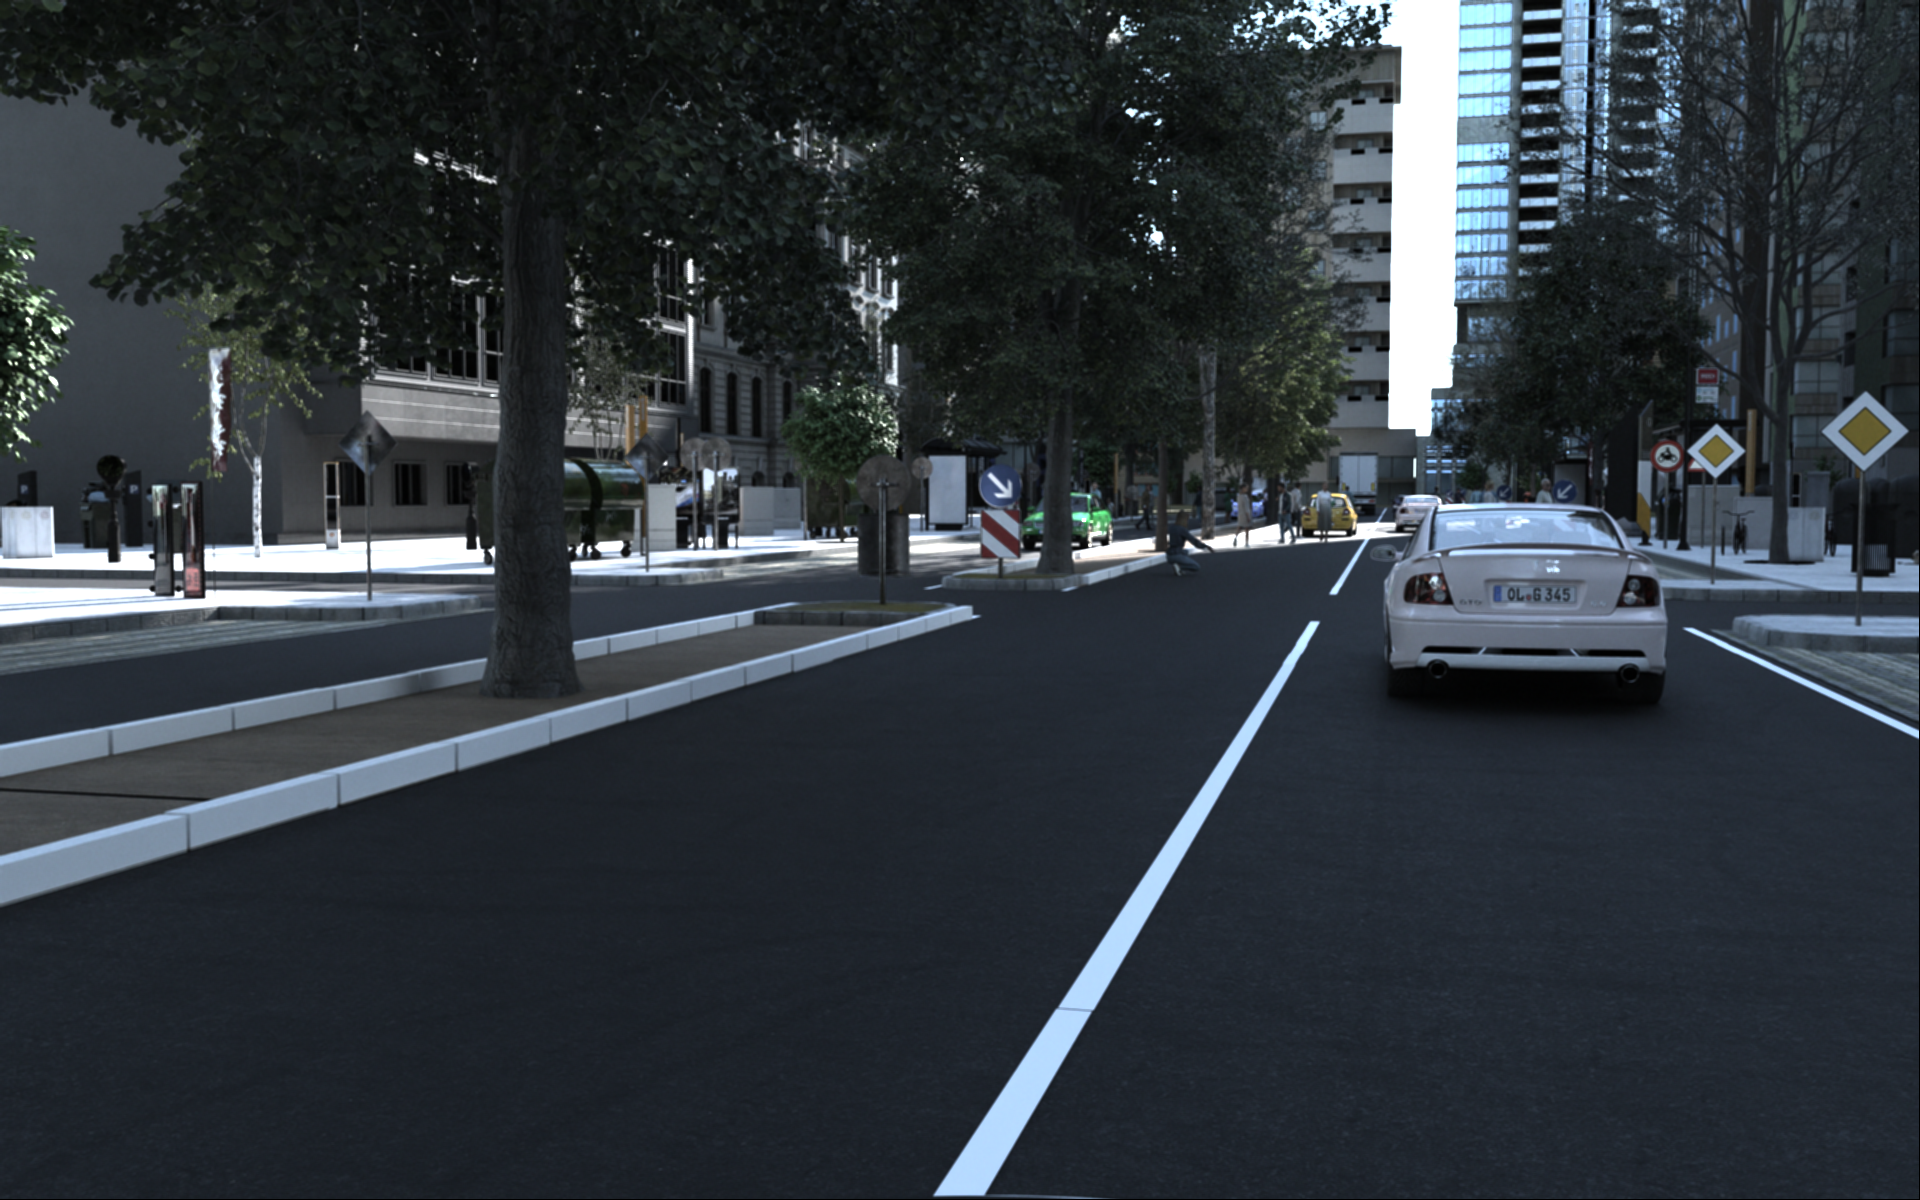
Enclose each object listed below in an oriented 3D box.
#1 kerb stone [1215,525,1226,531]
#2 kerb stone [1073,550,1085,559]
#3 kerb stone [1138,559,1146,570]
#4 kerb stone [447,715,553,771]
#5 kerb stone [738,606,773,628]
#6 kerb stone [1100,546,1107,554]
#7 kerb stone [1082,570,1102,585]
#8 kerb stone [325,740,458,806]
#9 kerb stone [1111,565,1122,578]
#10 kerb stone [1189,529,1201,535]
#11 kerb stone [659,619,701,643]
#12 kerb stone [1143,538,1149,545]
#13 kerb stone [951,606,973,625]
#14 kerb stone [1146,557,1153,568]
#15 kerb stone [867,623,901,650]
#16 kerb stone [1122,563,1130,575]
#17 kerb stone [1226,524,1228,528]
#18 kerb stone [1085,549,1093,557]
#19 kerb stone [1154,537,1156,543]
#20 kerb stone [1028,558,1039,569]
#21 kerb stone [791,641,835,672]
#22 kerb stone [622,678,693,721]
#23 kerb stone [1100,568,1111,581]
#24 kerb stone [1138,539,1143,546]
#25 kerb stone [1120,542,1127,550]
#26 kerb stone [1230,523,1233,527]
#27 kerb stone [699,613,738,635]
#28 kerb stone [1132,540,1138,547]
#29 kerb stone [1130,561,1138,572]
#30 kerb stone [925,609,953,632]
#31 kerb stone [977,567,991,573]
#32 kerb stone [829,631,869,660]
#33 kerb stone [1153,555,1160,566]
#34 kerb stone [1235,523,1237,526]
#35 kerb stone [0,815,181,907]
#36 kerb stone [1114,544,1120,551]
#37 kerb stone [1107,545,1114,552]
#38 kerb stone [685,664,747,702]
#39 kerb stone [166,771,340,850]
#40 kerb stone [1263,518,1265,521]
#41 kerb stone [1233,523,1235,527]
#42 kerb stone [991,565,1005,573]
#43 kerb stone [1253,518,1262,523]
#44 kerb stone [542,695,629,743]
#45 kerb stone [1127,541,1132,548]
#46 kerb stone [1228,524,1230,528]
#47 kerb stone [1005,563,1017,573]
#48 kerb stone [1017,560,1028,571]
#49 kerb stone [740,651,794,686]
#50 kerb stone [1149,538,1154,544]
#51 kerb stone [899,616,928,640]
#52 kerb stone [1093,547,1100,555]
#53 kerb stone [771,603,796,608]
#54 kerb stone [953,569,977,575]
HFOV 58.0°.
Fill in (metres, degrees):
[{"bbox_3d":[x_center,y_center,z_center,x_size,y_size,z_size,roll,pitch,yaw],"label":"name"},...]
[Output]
[{"bbox_3d":[10.553,-2.931,70.145,0.120,0.150,1.000,1,4,14],"label":"kerb stone"},{"bbox_3d":[2.561,-0.987,38.332,0.120,0.150,1.000,1,4,14],"label":"kerb stone"},{"bbox_3d":[3.346,-0.650,32.822,0.120,0.150,1.000,1,4,14],"label":"kerb stone"},{"bbox_3d":[-2.526,0.781,9.439,0.120,0.150,1.000,1,4,14],"label":"kerb stone"},{"bbox_3d":[-2.306,0.202,18.926,0.120,0.150,1.000,1,4,14],"label":"kerb stone"},{"bbox_3d":[3.314,-1.170,41.321,0.120,0.150,1.000,1,4,14],"label":"kerb stone"},{"bbox_3d":[2.099,-0.341,27.852,0.120,0.150,1.000,1,4,14],"label":"kerb stone"},{"bbox_3d":[-2.780,0.841,8.448,0.120,0.150,1.000,1,4,14],"label":"kerb stone"},{"bbox_3d":[2.603,-0.467,29.834,0.120,0.150,1.000,1,4,14],"label":"kerb stone"},{"bbox_3d":[8.311,-2.386,61.205,0.120,0.150,1.000,1,4,14],"label":"kerb stone"},{"bbox_3d":[-2.811,0.321,16.944,0.120,0.150,1.000,1,4,14],"label":"kerb stone"},{"bbox_3d":[5.065,-1.596,48.283,0.120,0.150,1.000,1,4,14],"label":"kerb stone"},{"bbox_3d":[-0.036,0.173,19.373,0.120,0.150,1.000,1,4,14],"label":"kerb stone"},{"bbox_3d":[3.588,-0.710,33.815,0.120,0.150,1.000,1,4,14],"label":"kerb stone"},{"bbox_3d":[-0.783,0.355,16.392,0.120,0.150,1.000,1,4,14],"label":"kerb stone"},{"bbox_3d":[2.842,-0.525,30.835,0.120,0.150,1.000,1,4,14],"label":"kerb stone"},{"bbox_3d":[10.812,-2.992,71.134,0.120,0.150,1.000,1,4,14],"label":"kerb stone"},{"bbox_3d":[2.817,-1.048,39.327,0.120,0.150,1.000,1,4,14],"label":"kerb stone"},{"bbox_3d":[5.565,-1.716,50.266,0.120,0.150,1.000,1,4,14],"label":"kerb stone"},{"bbox_3d":[1.321,-0.681,33.357,0.120,0.150,1.000,1,4,14],"label":"kerb stone"},{"bbox_3d":[-1.272,0.477,14.404,0.120,0.150,1.000,1,4,14],"label":"kerb stone"},{"bbox_3d":[-2.028,0.662,11.422,0.120,0.150,1.000,1,4,14],"label":"kerb stone"},{"bbox_3d":[2.341,-0.407,28.845,0.120,0.150,1.000,1,4,14],"label":"kerb stone"},{"bbox_3d":[4.807,-1.535,47.294,0.120,0.150,1.000,1,4,14],"label":"kerb stone"},{"bbox_3d":[4.070,-1.352,44.307,0.120,0.150,1.000,1,4,14],"label":"kerb stone"},{"bbox_3d":[11.308,-3.115,73.122,0.120,0.150,1.000,1,4,14],"label":"kerb stone"},{"bbox_3d":[-2.566,0.262,17.938,0.120,0.150,1.000,1,4,14],"label":"kerb stone"},{"bbox_3d":[4.562,-1.474,46.295,0.120,0.150,1.000,1,4,14],"label":"kerb stone"},{"bbox_3d":[3.095,-0.589,31.825,0.120,0.150,1.000,1,4,14],"label":"kerb stone"},{"bbox_3d":[-0.284,0.234,18.377,0.120,0.150,1.000,1,4,14],"label":"kerb stone"},{"bbox_3d":[0.309,-0.439,29.372,0.120,0.150,1.000,1,4,14],"label":"kerb stone"},{"bbox_3d":[-1.034,0.417,15.401,0.120,0.150,1.000,1,4,14],"label":"kerb stone"},{"bbox_3d":[3.847,-0.770,34.809,0.120,0.150,1.000,1,4,14],"label":"kerb stone"},{"bbox_3d":[11.804,-3.235,75.106,0.120,0.150,1.000,1,4,14],"label":"kerb stone"},{"bbox_3d":[-3.276,0.967,6.463,0.120,0.150,1.000,1,4,14],"label":"kerb stone"},{"bbox_3d":[3.813,-1.291,43.308,0.120,0.150,1.000,1,4,14],"label":"kerb stone"},{"bbox_3d":[3.557,-1.221,42.314,0.120,0.150,1.000,1,4,14],"label":"kerb stone"},{"bbox_3d":[-1.783,0.598,12.418,0.120,0.150,1.000,1,4,14],"label":"kerb stone"},{"bbox_3d":[-3.030,0.901,7.457,0.120,0.150,1.000,1,4,14],"label":"kerb stone"},{"bbox_3d":[15.801,-4.210,91.030,0.120,0.150,1.000,1,4,14],"label":"kerb stone"},{"bbox_3d":[11.552,-3.176,74.115,0.120,0.150,1.000,1,4,14],"label":"kerb stone"},{"bbox_3d":[0.568,-0.498,30.375,0.120,0.150,1.000,1,4,14],"label":"kerb stone"},{"bbox_3d":[15.305,-4.088,89.033,0.120,0.150,1.000,1,4,14],"label":"kerb stone"},{"bbox_3d":[-2.281,0.720,10.431,0.120,0.150,1.000,1,4,14],"label":"kerb stone"},{"bbox_3d":[4.310,-1.413,45.301,0.120,0.150,1.000,1,4,14],"label":"kerb stone"},{"bbox_3d":[11.050,-3.054,72.128,0.120,0.150,1.000,1,4,14],"label":"kerb stone"},{"bbox_3d":[0.815,-0.556,31.368,0.120,0.150,1.000,1,4,14],"label":"kerb stone"},{"bbox_3d":[1.070,-0.617,32.367,0.120,0.150,1.000,1,4,14],"label":"kerb stone"},{"bbox_3d":[-1.531,0.537,13.415,0.120,0.150,1.000,1,4,14],"label":"kerb stone"},{"bbox_3d":[5.309,-1.656,49.276,0.120,0.150,1.000,1,4,14],"label":"kerb stone"},{"bbox_3d":[-0.533,0.297,17.383,0.120,0.150,1.000,1,4,14],"label":"kerb stone"},{"bbox_3d":[3.063,-1.109,40.323,0.120,0.150,1.000,1,4,14],"label":"kerb stone"},{"bbox_3d":[-2.063,0.139,19.928,0.120,0.150,1.000,1,4,14],"label":"kerb stone"},{"bbox_3d":[0.060,-0.378,28.379,0.120,0.150,1.000,1,4,14],"label":"kerb stone"}]
